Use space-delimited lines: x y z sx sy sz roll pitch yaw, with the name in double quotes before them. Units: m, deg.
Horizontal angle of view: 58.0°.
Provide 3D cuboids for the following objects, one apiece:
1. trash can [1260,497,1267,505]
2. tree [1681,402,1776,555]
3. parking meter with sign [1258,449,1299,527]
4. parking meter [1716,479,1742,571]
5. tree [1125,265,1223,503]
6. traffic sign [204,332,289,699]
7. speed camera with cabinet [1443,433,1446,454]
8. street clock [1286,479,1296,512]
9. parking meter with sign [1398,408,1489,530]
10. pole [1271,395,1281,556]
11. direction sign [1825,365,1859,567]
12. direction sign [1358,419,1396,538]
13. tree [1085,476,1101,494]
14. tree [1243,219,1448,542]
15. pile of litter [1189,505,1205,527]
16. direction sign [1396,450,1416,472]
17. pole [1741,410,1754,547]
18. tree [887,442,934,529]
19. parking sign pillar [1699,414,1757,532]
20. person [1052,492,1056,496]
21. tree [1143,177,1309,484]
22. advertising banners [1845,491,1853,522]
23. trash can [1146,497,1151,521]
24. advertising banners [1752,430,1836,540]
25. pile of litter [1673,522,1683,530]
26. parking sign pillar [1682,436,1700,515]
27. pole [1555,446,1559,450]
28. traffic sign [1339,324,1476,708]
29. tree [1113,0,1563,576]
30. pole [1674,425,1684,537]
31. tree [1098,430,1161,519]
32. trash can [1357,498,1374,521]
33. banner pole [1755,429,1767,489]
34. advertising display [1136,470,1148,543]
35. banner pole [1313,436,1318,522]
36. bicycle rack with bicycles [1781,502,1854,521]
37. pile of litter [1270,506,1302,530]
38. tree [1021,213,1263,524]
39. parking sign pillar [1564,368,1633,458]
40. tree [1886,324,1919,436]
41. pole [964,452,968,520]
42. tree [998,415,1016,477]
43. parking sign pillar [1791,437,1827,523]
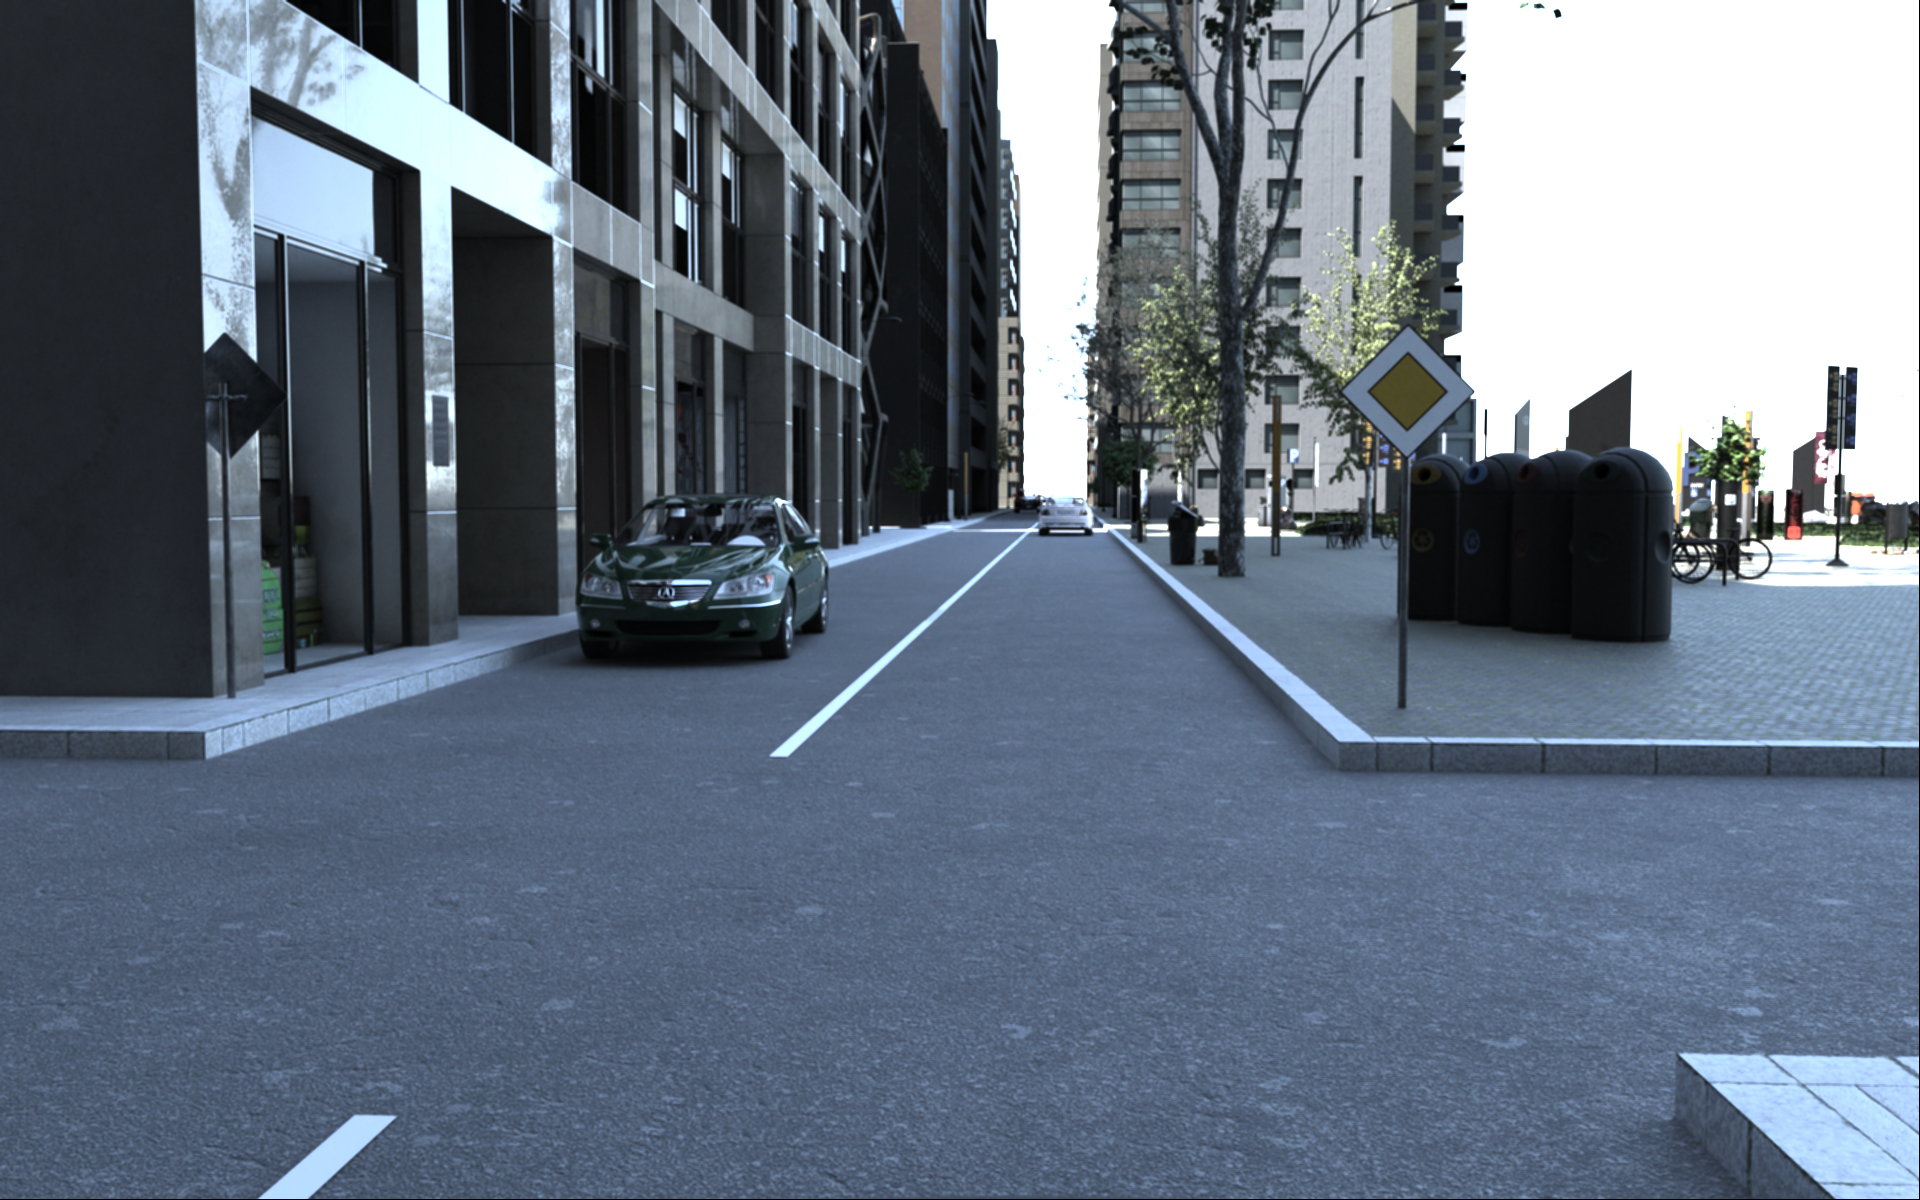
"trash can" 14.840 -4.406 83.695 0.748 1.137 0.748 0 3 0
"tree" 16.385 -2.566 36.559 1.663 3.219 1.824 0 3 0
"parking meter with sign" 12.291 -4.337 67.178 0.543 3.016 1.738 -3 4 -36
"parking meter" 12.923 -1.266 29.111 0.372 1.533 0.369 0 3 0
"tree" 7.472 -6.511 56.812 4.737 8.622 4.395 0 3 0
"traffic sign" -4.575 -0.439 10.821 0.795 2.450 0.064 0 4 4
"speed camera with cabinet" 16.223 -3.831 56.976 2.038 3.252 0.660 -2 4 -34
"street clock" 15.744 -4.762 82.425 0.471 2.002 0.358 2 4 27
"parking meter with sign" 9.878 -2.396 35.431 1.738 3.016 0.543 1 4 18
"pole" 6.557 -2.573 35.906 0.158 3.312 0.155 0 3 0
"direction sign" 15.562 -2.363 30.628 0.876 3.537 0.379 -2 4 -31
"direction sign" 12.080 -3.571 50.383 0.876 3.537 0.379 3 5 39
"tree" 13.278 -10.666 168.997 1.663 3.219 1.824 0 3 0
"tree" 10.708 -5.861 46.188 4.737 8.622 4.395 0 3 0
"pile of litter" 8.915 -3.303 67.961 1.719 0.858 1.176 -2 4 -29
"direction sign" 15.450 -4.177 60.283 0.876 3.537 0.379 3 5 41
"pole" 19.127 -2.949 42.059 0.158 3.312 0.155 0 3 0
"tree" -1.671 -4.272 64.442 1.663 3.219 1.824 0 3 0
"parking sign pillar" 25.942 -4.249 57.938 1.447 3.967 1.447 -2 4 -30
"person" 13.030 -14.346 243.067 1.348 1.822 0.705 -2 4 -30
"tree" 6.283 -5.553 41.146 4.360 8.622 3.978 0 3 0
"advertising banners" 32.600 -4.155 64.119 0.090 3.025 2.074 0 4 6
"trash can" 8.687 -4.296 81.892 0.748 1.137 0.748 0 3 0
"advertising banners" 23.016 -3.158 47.817 2.074 3.025 0.090 0 4 7
"pile of litter" 24.345 -2.822 60.107 1.719 0.858 1.176 0 4 4
"parking sign pillar" 33.731 -5.551 79.233 1.447 3.967 1.447 -2 4 -28
"pole" 25.478 -4.902 73.988 0.158 3.312 0.155 0 3 0
"traffic sign" 2.653 -0.410 10.342 0.795 2.450 0.064 0 4 4
"tree" 3.390 -10.362 25.303 12.611 20.169 13.585 0 3 0
"pole" 21.258 -3.509 51.207 0.158 3.312 0.155 0 3 0
"tree" 8.690 -6.416 88.614 4.285 4.588 4.351 0 3 0
"trash can" 15.479 -3.319 65.918 0.748 1.137 0.748 0 3 0
"banner pole" 30.731 -4.688 66.664 0.401 3.779 0.863 -2 4 -24
"advertising display" 4.827 -2.488 45.892 0.123 1.923 0.974 1 4 18
"banner pole" 15.329 -5.176 74.644 0.401 3.779 0.863 2 4 26
"bicycle rack with bicycles" 40.018 -4.146 81.170 2.925 0.926 2.852 3 5 40
"pile of litter" 11.756 -2.917 61.659 1.176 0.858 1.719 -1 4 -12
"tree" 7.873 -10.072 75.043 12.009 13.543 11.850 0 3 0
"parking sign pillar" 13.734 -2.988 37.329 1.447 3.967 1.447 0 4 7
"tree" 34.200 -6.641 58.937 4.737 8.622 4.395 0 3 0
"pole" 0.285 -5.537 84.365 0.158 3.312 0.155 0 3 0
"tree" 3.367 -12.931 161.788 4.737 8.622 4.395 0 3 0
"parking sign pillar" 35.368 -5.119 72.174 1.447 3.967 1.447 2 4 27
